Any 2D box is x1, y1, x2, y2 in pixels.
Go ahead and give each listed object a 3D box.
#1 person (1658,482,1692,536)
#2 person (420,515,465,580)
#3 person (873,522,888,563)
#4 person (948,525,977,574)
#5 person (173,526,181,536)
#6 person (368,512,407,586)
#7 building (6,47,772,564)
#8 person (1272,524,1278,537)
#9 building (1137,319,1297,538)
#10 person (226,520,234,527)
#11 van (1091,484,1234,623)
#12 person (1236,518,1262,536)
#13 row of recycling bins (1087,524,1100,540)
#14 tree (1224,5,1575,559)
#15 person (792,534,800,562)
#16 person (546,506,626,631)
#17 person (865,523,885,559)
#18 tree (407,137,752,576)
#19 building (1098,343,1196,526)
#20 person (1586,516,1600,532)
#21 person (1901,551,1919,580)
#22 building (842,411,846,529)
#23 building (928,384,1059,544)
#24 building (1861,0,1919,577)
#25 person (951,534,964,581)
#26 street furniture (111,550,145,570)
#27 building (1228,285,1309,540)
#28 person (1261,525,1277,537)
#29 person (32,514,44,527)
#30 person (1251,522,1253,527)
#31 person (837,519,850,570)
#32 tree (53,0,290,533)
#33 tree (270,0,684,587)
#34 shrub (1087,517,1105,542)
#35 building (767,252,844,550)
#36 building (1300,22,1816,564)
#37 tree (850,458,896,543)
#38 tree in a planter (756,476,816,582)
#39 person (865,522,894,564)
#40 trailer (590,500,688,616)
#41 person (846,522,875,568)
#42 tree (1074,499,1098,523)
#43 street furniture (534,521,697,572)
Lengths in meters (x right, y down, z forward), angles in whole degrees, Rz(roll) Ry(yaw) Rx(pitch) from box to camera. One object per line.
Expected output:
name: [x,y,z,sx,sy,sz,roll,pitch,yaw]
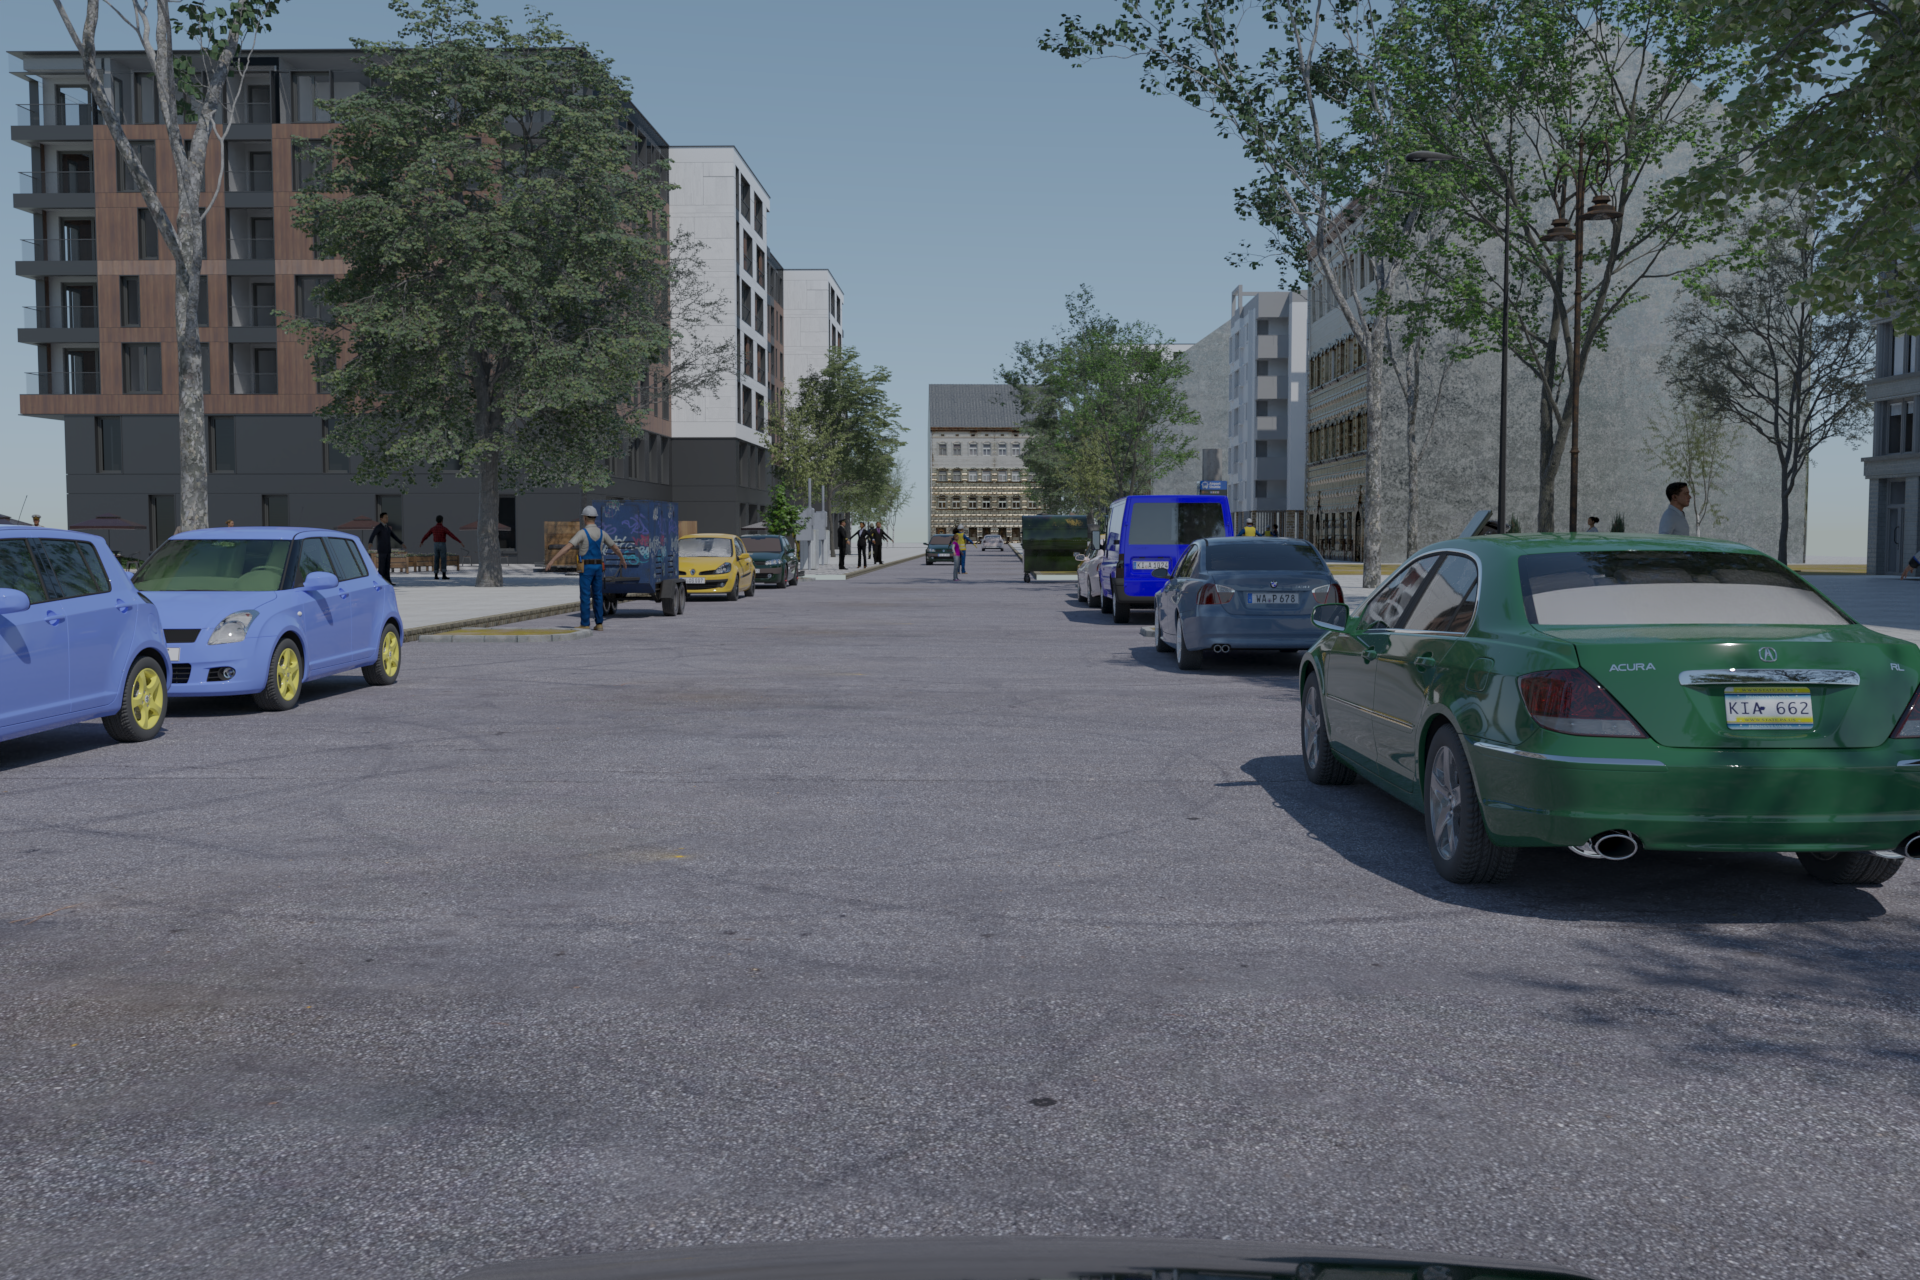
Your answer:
person: [7.334,-0.704,17.672,0.704,1.810,1.344,3,4,37]
person: [-14.611,-2.607,48.729,1.345,1.816,0.704,1,4,10]
person: [-3.639,-4.397,78.078,0.705,1.806,1.347,2,4,26]
person: [0.079,-3.268,62.356,1.216,1.772,0.721,2,4,32]
person: [-17.049,-1.950,38.454,0.617,1.759,0.750,0,4,-1]
person: [-14.249,-2.256,42.939,0.704,1.823,1.345,1,4,21]
building: [-25.839,-15.023,89.603,27.936,21.610,32.646,0,4,1]
person: [17.040,-5.365,93.863,0.704,1.843,1.345,2,4,27]
building: [28.065,-21.122,176.276,19.493,23.208,18.063,0,4,1]
person: [-23.145,-2.958,55.169,0.721,1.733,1.217,0,4,7]
van: [3.434,-1.531,29.422,2.240,2.365,5.245,0,4,1]
person: [10.147,-3.362,60.931,1.349,1.833,0.705,-1,4,-12]
row of recycling bins: [5.458,-4.002,72.545,1.069,1.692,3.534,0,4,0]
tree: [16.090,-12.701,63.555,12.611,20.169,13.585,0,3,0]
person: [-7.291,-4.451,78.549,0.705,1.858,1.354,0,4,6]
person: [-5.477,-1.058,25.611,1.347,1.847,0.705,-3,5,-43]
person: [-4.501,-5.054,88.410,1.354,1.856,0.705,-1,4,-9]
tree: [-11.636,-8.734,53.168,12.009,13.543,11.850,0,3,0]
building: [29.895,-21.892,201.904,27.936,21.610,32.646,0,4,1]
person: [16.154,-2.312,44.570,0.721,1.739,1.217,0,4,-7]
person: [8.426,-0.496,14.091,1.345,1.831,0.704,1,4,22]
building: [-22.355,-21.822,187.726,19.493,23.208,18.063,0,4,1]
building: [4.497,-25.606,252.041,18.063,23.208,19.493,0,4,-2]
building: [30.139,-11.925,41.657,8.464,21.280,15.925,0,4,1]
person: [-0.055,-2.522,52.961,0.599,1.433,0.991,1,4,15]
street furniture: [-29.833,-3.015,64.930,5.734,0.657,10.072,-1,4,-23]
building: [25.727,-16.866,132.178,16.016,20.090,11.380,0,4,1]
person: [16.425,-5.235,92.057,1.216,1.772,0.721,3,4,36]
person: [-26.965,-2.741,50.603,1.343,1.855,0.704,-1,4,-23]
person: [12.682,-4.256,75.716,0.704,1.812,1.346,0,4,-7]
person: [-4.207,-3.444,62.251,0.705,1.837,1.347,-1,4,-17]
tree: [-12.965,-10.353,25.165,12.611,20.169,13.585,0,3,0]
tree: [-11.336,-8.260,41.711,9.857,13.997,8.962,0,3,0]
shrub: [5.524,-3.630,63.771,1.690,2.028,1.600,0,3,0]
building: [-24.119,-17.600,131.734,27.936,21.610,32.646,0,4,1]
building: [27.548,-15.442,83.413,19.493,23.208,18.063,0,4,2]
tree: [-12.860,-20.333,250.572,7.486,12.596,7.792,0,3,0]
tree in a planter: [-5.466,-3.411,52.987,1.991,3.239,1.994,0,4,1]
person: [-3.457,-4.096,73.199,1.346,1.802,0.704,-2,4,-24]
trailer: [-5.662,-1.388,29.738,1.471,1.999,3.904,0,4,1]
person: [-3.703,-3.550,64.764,1.216,1.740,0.721,2,4,24]
tree: [20.241,-20.915,248.607,9.857,13.997,8.962,0,3,0]
street furniture: [-10.839,-3.396,62.379,9.812,1.723,11.010,-1,4,-14]
